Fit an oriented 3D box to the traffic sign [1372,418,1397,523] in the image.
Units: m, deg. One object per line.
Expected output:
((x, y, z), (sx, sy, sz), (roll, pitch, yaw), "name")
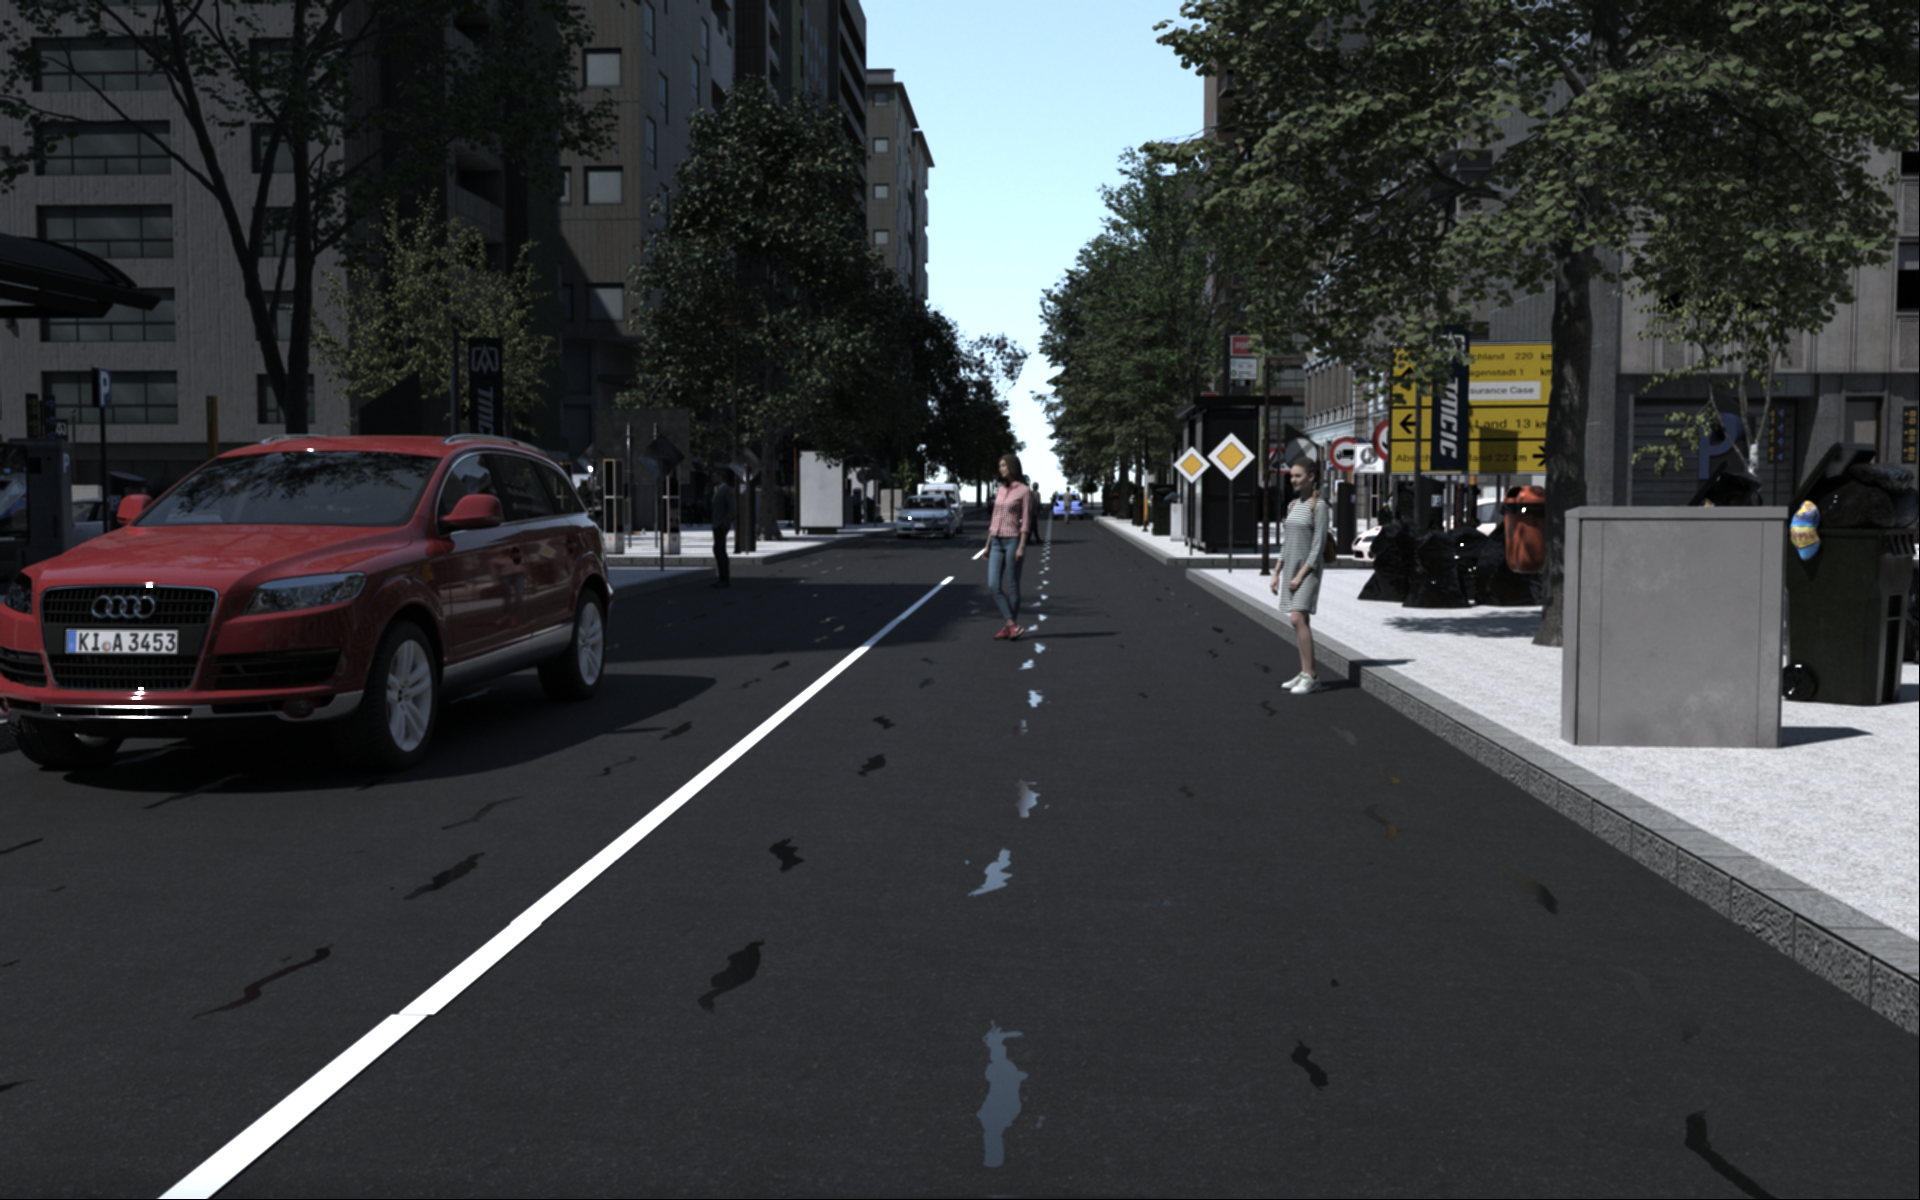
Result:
((7.199, -1.748, 28.679), (0.768, 2.556, 0.104), (1, 4, 11), "traffic sign")

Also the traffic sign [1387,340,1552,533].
((6.886, -1.793, 23.189), (2.265, 3.308, 0.079), (1, 4, 11), "traffic sign")

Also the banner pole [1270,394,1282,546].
((8.016, -3.269, 43.470), (0.401, 3.779, 0.863), (1, 4, 16), "banner pole")

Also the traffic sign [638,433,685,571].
((-4.935, -1.530, 28.653), (0.795, 2.450, 0.064), (0, 4, 3), "traffic sign")

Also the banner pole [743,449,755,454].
((-10.785, -6.003, 88.174), (0.863, 3.779, 0.401), (1, 4, 15), "banner pole")

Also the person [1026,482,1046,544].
((2.181, -2.488, 49.573), (0.834, 1.777, 0.661), (-3, 5, -42), "person")

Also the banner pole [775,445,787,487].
((-9.046, -5.942, 87.173), (0.863, 3.779, 0.401), (1, 4, 19), "banner pole")

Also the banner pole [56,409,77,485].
((-26.222, -3.720, 50.839), (0.863, 3.779, 0.401), (-3, 5, -45), "banner pole")

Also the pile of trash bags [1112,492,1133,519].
((9.428, -4.892, 89.736), (3.447, 1.369, 1.912), (-2, 4, -25), "pile of trash bags")

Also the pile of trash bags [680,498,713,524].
((-11.472, -3.968, 74.630), (1.912, 1.369, 3.447), (2, 4, 27), "pile of trash bags")

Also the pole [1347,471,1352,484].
((15.165, -4.501, 67.442), (0.158, 3.312, 0.155), (0, 3, 0), "pole")

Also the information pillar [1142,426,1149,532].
((6.356, -4.149, 59.198), (0.183, 3.616, 0.504), (0, 3, 0), "information pillar")

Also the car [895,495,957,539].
((-1.080, -2.716, 56.413), (2.014, 1.417, 4.499), (0, 4, 2), "car")

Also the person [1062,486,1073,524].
((5.289, -4.614, 84.131), (0.606, 1.804, 0.583), (3, 4, 36), "person")

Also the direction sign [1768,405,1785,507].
((20.896, -3.205, 44.391), (0.379, 3.537, 0.876), (0, 4, 2), "direction sign")

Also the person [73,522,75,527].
((-16.505, -1.378, 31.709), (0.731, 1.740, 0.598), (1, 4, 14), "person")

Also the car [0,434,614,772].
((-3.704, -0.124, 10.699), (2.281, 1.827, 5.304), (0, 4, 5), "car")

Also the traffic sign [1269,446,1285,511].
((8.459, -2.811, 46.061), (0.768, 2.556, 0.104), (1, 4, 10), "traffic sign")

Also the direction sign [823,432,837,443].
((-4.478, -4.170, 60.182), (0.876, 3.537, 0.379), (-2, 4, -35), "direction sign")

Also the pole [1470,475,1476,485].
((15.513, -3.580, 52.373), (0.158, 3.312, 0.155), (0, 3, 0), "pole")

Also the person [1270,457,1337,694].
((2.520, -0.194, 12.679), (0.522, 1.701, 0.512), (-2, 4, -27), "person")

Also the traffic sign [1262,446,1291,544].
((8.220, -2.729, 44.615), (0.884, 2.594, 0.081), (0, 4, 8), "traffic sign")

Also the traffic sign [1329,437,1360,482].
((8.601, -2.357, 38.636), (0.768, 2.556, 0.104), (0, 4, 6), "traffic sign")

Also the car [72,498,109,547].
((-16.774, -1.298, 33.588), (4.827, 1.381, 2.083), (0, 4, 4), "car")

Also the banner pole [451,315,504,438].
((-6.816, -2.100, 24.346), (0.863, 3.779, 0.401), (-1, 4, -12), "banner pole")

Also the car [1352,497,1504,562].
((9.871, -1.247, 32.744), (4.827, 1.381, 2.083), (0, 4, 4), "car")

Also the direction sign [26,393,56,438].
((-20.841, -2.897, 39.358), (0.379, 3.537, 0.876), (1, 4, 12), "direction sign")

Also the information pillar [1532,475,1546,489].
((8.306, -2.017, 24.327), (0.504, 3.616, 0.183), (1, 4, 13), "information pillar")

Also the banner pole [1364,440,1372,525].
((16.876, -4.958, 71.085), (0.863, 3.779, 0.401), (-2, 4, -35), "banner pole")

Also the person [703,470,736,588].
((-3.709, -1.103, 26.712), (0.473, 1.802, 0.592), (-1, 4, -15), "person")

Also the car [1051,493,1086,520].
((6.065, -5.330, 96.744), (1.945, 1.707, 3.694), (0, 4, 3), "car")

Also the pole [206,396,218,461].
((-15.556, -2.584, 36.097), (0.158, 3.312, 0.155), (0, 3, 0), "pole")

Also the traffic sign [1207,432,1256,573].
((4.395, -1.498, 28.133), (0.795, 2.450, 0.064), (0, 4, 3), "traffic sign")

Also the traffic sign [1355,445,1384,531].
((8.337, -2.031, 35.329), (0.606, 2.300, 0.079), (1, 4, 13), "traffic sign")

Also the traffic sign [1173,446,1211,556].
((4.824, -1.986, 36.107), (0.795, 2.450, 0.064), (0, 4, 3), "traffic sign")

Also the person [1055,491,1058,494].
((12.479, -13.180, 223.629), (1.348, 1.869, 0.705), (0, 4, -4), "person")

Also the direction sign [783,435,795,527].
((-6.591, -4.591, 67.057), (0.379, 3.537, 0.876), (-3, 5, -41), "direction sign")

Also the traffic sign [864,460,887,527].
((-3.252, -4.064, 66.454), (0.884, 2.594, 0.081), (0, 4, 8), "traffic sign")

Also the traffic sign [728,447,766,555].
((-4.506, -2.017, 36.627), (0.795, 2.450, 0.064), (0, 4, 3), "traffic sign")

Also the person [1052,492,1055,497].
((12.158, -13.045, 222.696), (0.541, 1.710, 0.530), (2, 4, 26), "person")

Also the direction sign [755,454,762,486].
((-11.298, -6.501, 98.282), (0.876, 3.537, 0.379), (0, 4, -6), "direction sign")

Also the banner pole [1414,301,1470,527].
((6.202, -1.990, 22.551), (0.863, 3.779, 0.401), (1, 4, 16), "banner pole")

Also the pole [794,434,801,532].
((-5.520, -3.974, 58.812), (0.158, 3.312, 0.155), (0, 3, 0), "pole")

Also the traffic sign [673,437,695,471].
((-6.468, -2.420, 39.566), (0.884, 2.594, 0.081), (1, 4, 13), "traffic sign")

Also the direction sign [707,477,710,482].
((-16.185, -7.169, 109.207), (0.876, 3.537, 0.379), (1, 4, 18), "direction sign")

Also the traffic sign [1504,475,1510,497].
((8.334, -1.607, 26.388), (0.768, 2.556, 0.104), (0, 4, 6), "traffic sign")

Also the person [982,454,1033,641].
((0.453, -0.522, 17.051), (0.555, 1.821, 0.388), (2, 4, 34), "person")

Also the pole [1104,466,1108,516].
((8.526, -6.563, 101.146), (0.158, 3.312, 0.155), (0, 3, 0), "pole")

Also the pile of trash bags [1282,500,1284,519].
((16.100, -5.008, 91.632), (3.447, 1.369, 1.912), (2, 4, 28), "pile of trash bags")

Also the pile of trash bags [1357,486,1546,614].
((5.902, -0.613, 19.778), (1.912, 1.369, 3.447), (0, 4, -6), "pile of trash bags")

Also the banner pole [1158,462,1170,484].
((10.984, -6.276, 92.625), (0.863, 3.779, 0.401), (1, 4, 16), "banner pole")

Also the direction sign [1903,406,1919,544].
((24.688, -3.214, 44.550), (0.876, 3.537, 0.379), (3, 5, 44), "direction sign")

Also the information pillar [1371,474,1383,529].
((14.499, -3.410, 60.238), (0.304, 2.012, 0.304), (-3, 5, -44), "information pillar")

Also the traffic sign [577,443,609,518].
((-8.250, -2.312, 38.981), (0.795, 2.450, 0.064), (1, 4, 12), "traffic sign")

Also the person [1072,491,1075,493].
((8.848, -7.738, 136.492), (0.593, 1.643, 0.415), (0, 4, 1), "person")

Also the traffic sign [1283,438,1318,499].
((7.742, -2.405, 39.428), (0.768, 2.556, 0.104), (1, 4, 12), "traffic sign")

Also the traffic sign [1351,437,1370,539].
((8.904, -2.376, 38.960), (0.768, 2.556, 0.104), (1, 4, 12), "traffic sign")

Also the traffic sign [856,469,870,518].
((-4.815, -5.301, 86.777), (0.768, 2.556, 0.104), (0, 4, 6), "traffic sign")

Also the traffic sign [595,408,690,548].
((-7.547, -2.893, 41.170), (2.265, 3.308, 0.079), (0, 4, 4), "traffic sign")
